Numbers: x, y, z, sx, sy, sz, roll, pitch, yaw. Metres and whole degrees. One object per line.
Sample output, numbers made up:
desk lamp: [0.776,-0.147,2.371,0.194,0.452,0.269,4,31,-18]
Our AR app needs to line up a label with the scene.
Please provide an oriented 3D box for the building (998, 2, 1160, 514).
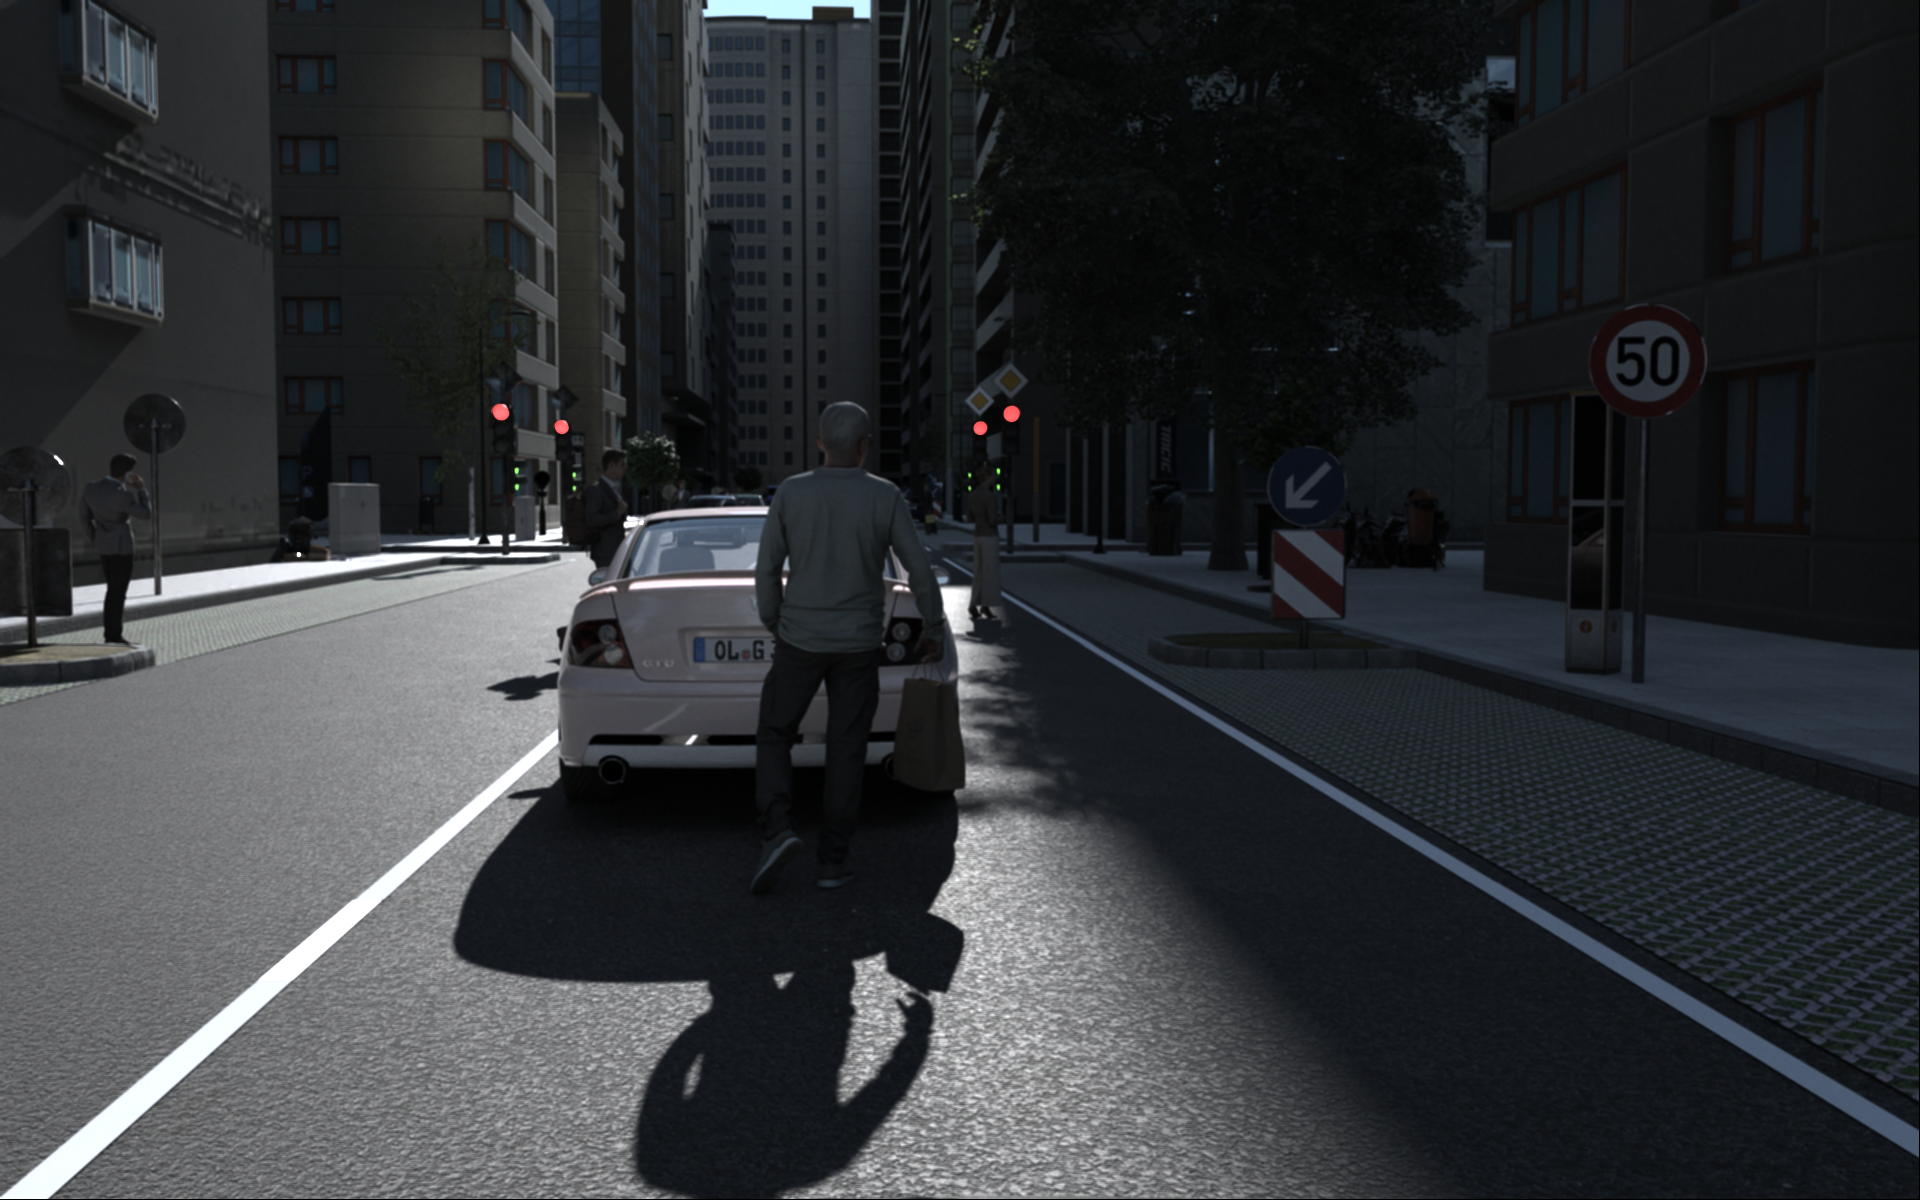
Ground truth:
building: [7.796,-31.515,138.974,21.300,48.544,21.600,0,4,-4]

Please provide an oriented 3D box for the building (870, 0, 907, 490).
building: [-0.629,-47.452,214.096,20.611,71.187,20.563,0,4,-4]

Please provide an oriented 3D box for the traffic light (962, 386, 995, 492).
traffic light: [0.486,-3.431,45.020,0.839,4.253,0.868,0,4,-4]

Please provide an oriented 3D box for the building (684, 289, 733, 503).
building: [-35.785,-19.258,159.913,27.650,21.520,28.899,0,4,-4]

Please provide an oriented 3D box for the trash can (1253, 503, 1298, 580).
trash can: [4.779,-0.880,26.049,0.748,1.137,0.748,0,3,0]

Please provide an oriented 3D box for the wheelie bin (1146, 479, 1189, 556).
wheelie bin: [4.295,-1.727,36.143,0.980,1.594,0.693,2,4,24]

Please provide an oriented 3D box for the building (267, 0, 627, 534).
building: [-28.947,-13.650,68.218,27.650,21.520,28.899,0,4,-4]

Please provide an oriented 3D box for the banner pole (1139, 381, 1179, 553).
banner pole: [4.342,-2.923,37.806,0.863,3.779,0.401,0,4,-2]

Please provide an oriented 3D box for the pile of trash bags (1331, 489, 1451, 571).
pile of trash bags: [7.599,-1.247,30.147,1.912,1.369,3.447,0,4,-3]

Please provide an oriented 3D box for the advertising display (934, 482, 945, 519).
advertising display: [-1.061,-5.176,89.840,0.123,1.923,0.974,-2,4,-30]

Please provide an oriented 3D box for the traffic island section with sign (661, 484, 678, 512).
traffic island section with sign: [-11.625,-3.728,69.589,1.989,1.847,2.006,0,4,-4]

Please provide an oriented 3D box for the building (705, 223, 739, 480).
building: [-30.990,-25.343,186.057,14.107,30.474,14.160,0,4,-4]

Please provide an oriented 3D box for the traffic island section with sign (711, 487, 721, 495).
traffic island section with sign: [-13.581,-5.405,96.991,1.989,1.847,2.006,0,4,-4]

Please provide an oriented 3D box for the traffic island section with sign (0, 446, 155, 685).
traffic island section with sign: [-7.624,-0.315,13.773,1.989,1.847,2.006,0,4,-4]

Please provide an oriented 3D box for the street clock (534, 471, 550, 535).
street clock: [-12.973,-3.010,53.784,0.471,2.002,0.358,-1,4,-19]

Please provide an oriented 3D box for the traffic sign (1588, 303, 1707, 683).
traffic sign: [4.606,-0.708,11.689,0.768,2.556,0.104,0,4,6]

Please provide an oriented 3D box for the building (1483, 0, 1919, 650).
building: [21.807,-10.032,9.069,27.650,21.520,28.899,0,4,-4]

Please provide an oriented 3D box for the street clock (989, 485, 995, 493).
street clock: [1.225,-4.087,71.390,0.471,2.002,0.358,1,4,11]

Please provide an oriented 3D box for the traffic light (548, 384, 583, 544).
traffic light: [-10.097,-3.384,44.249,0.839,4.253,0.868,0,4,-4]

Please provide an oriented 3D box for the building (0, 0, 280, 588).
building: [-22.495,-24.222,19.735,21.600,48.544,21.300,0,4,-4]

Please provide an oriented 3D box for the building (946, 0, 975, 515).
building: [6.016,-26.085,110.080,14.154,41.232,14.086,0,4,-4]

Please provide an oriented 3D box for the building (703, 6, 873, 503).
building: [-24.990,-41.035,212.922,28.212,58.520,21.231,0,4,-4]

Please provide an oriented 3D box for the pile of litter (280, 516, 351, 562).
pile of litter: [-12.601,-1.177,33.207,1.719,0.858,1.176,0,4,-7]

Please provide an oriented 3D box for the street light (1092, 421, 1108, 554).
street light: [2.477,-3.951,37.143,1.470,5.913,1.316,0,4,-4]

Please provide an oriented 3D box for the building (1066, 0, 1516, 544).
building: [19.126,-45.370,54.473,31.000,86.520,22.319,0,4,-4]

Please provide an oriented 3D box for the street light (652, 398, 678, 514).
street light: [-14.305,-6.799,83.709,1.470,5.913,1.316,0,4,-4]

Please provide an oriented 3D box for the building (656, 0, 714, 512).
building: [-33.207,-33.131,130.928,28.713,52.752,27.495,0,4,-4]

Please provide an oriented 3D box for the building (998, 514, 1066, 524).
building: [12.162,-28.179,84.435,21.300,48.544,21.600,0,4,-4]

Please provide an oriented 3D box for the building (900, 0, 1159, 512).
building: [5.556,-32.827,160.429,21.300,48.544,21.600,0,4,-4]

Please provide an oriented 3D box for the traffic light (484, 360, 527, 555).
traffic light: [-9.527,-2.897,36.284,0.839,4.253,0.868,0,4,-4]

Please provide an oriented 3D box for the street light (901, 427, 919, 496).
street light: [-3.400,-8.999,119.669,1.470,5.913,1.316,0,4,-4]

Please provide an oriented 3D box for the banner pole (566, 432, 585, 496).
banner pole: [-13.698,-4.368,61.440,0.863,3.779,0.401,-1,4,-12]

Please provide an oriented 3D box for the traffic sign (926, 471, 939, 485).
traffic sign: [-1.539,-5.963,97.599,0.768,2.556,0.104,0,4,-4]

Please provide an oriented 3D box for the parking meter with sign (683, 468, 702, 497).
parking meter with sign: [-17.866,-7.426,117.681,1.738,3.016,0.543,0,4,1]

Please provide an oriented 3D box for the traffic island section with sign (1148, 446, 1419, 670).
traffic island section with sign: [2.694,-0.390,15.002,1.989,1.847,2.006,0,4,-4]

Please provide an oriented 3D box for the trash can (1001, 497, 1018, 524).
trash can: [2.099,-3.782,73.490,0.748,1.137,0.748,0,3,0]

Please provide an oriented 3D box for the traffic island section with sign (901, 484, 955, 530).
traffic island section with sign: [-1.218,-3.734,69.674,1.989,1.847,2.006,0,4,-4]

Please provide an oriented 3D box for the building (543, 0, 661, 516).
building: [-26.437,-27.991,107.761,14.600,45.320,14.200,0,4,-4]

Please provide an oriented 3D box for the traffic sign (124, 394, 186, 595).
traffic sign: [-10.217,-1.338,21.990,0.768,2.556,0.104,0,4,-3]

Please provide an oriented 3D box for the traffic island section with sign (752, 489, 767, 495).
traffic island section with sign: [-17.086,-8.396,145.904,1.989,1.847,2.006,0,4,-4]

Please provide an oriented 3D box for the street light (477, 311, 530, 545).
street light: [-11.598,-4.373,44.033,1.470,5.913,1.316,0,4,-4]

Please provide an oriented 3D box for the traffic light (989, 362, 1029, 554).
traffic light: [1.056,-2.944,37.055,0.839,4.253,0.868,0,4,-4]

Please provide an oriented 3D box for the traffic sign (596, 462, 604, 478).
traffic sign: [-13.325,-3.989,65.324,0.768,2.556,0.104,0,4,-2]

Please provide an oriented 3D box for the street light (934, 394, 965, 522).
street light: [-0.496,-6.586,80.217,1.470,5.913,1.316,0,4,-4]
